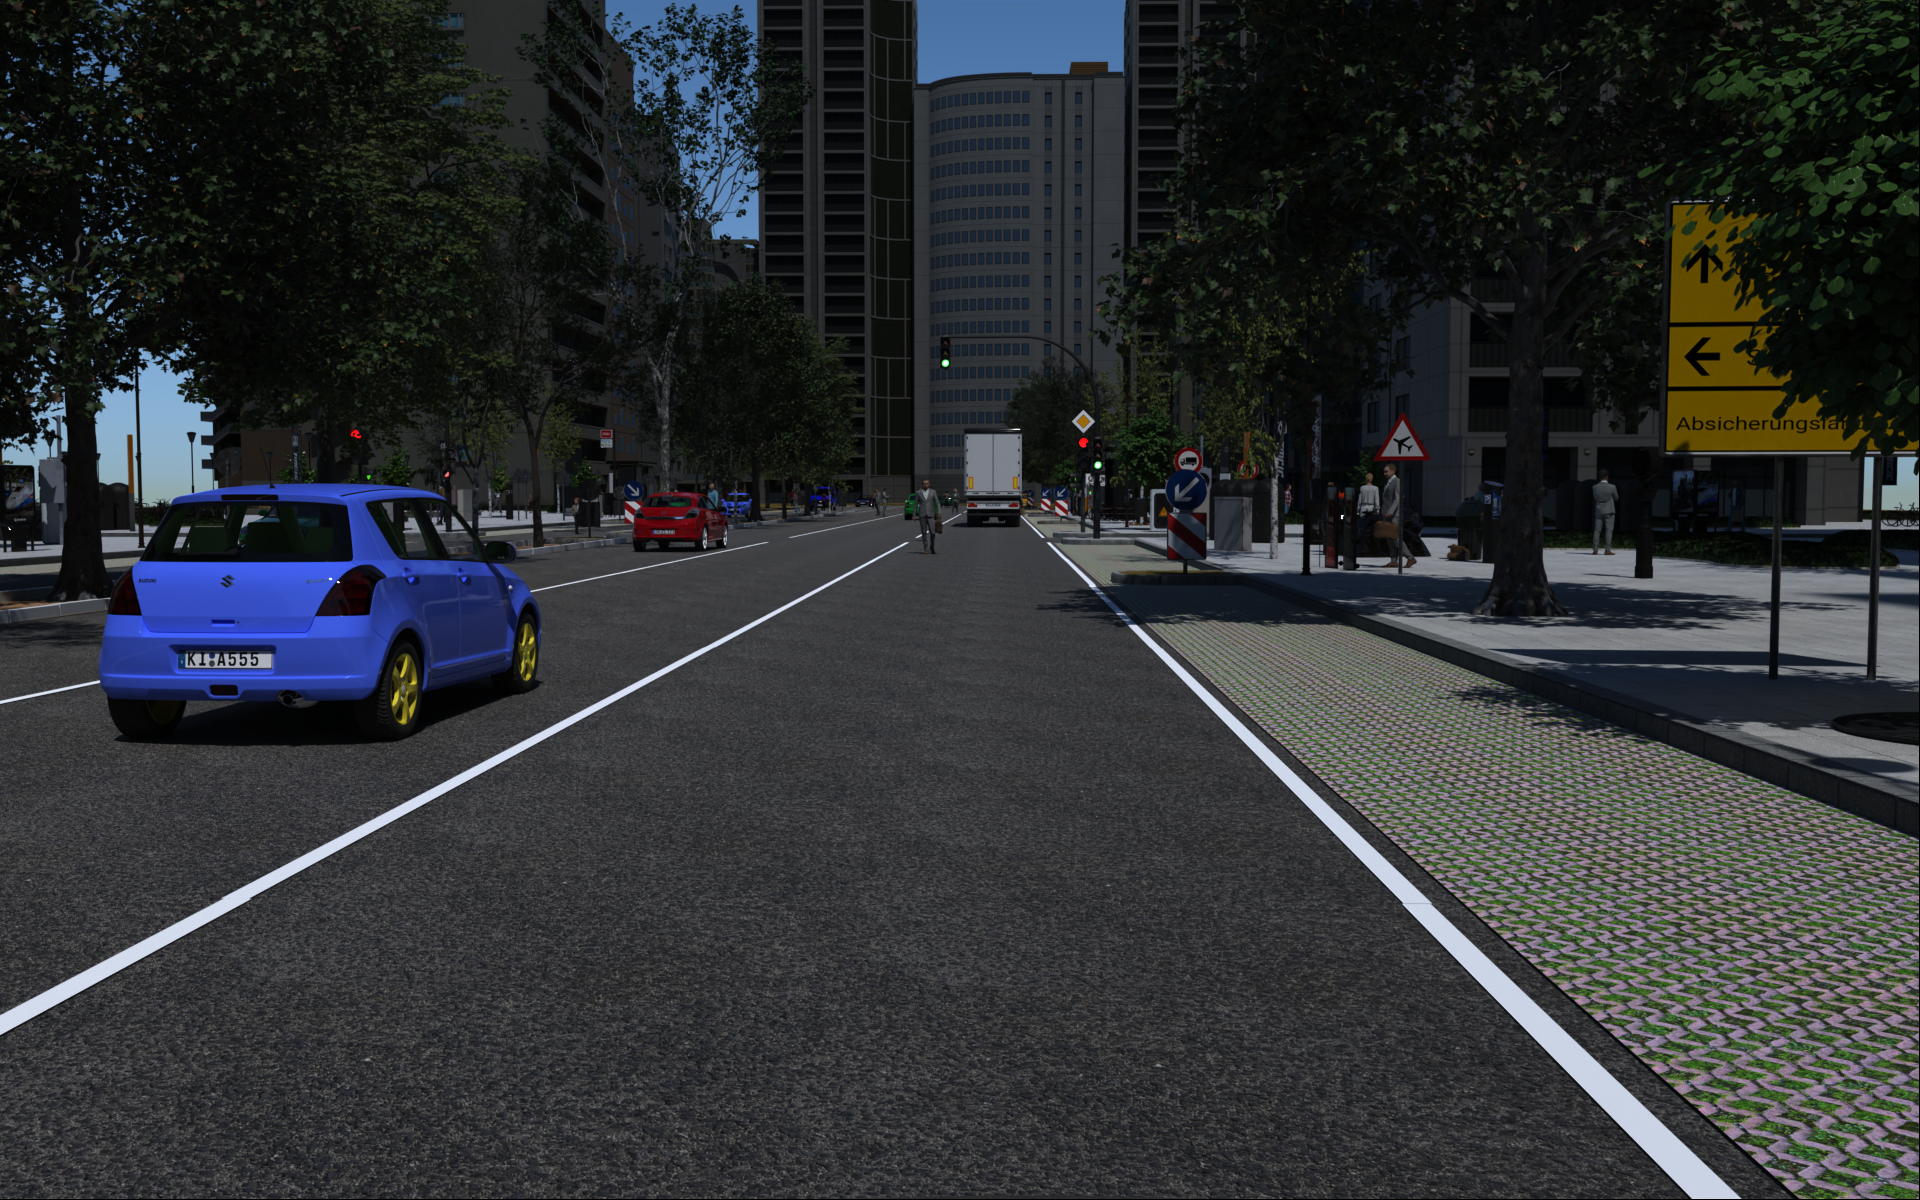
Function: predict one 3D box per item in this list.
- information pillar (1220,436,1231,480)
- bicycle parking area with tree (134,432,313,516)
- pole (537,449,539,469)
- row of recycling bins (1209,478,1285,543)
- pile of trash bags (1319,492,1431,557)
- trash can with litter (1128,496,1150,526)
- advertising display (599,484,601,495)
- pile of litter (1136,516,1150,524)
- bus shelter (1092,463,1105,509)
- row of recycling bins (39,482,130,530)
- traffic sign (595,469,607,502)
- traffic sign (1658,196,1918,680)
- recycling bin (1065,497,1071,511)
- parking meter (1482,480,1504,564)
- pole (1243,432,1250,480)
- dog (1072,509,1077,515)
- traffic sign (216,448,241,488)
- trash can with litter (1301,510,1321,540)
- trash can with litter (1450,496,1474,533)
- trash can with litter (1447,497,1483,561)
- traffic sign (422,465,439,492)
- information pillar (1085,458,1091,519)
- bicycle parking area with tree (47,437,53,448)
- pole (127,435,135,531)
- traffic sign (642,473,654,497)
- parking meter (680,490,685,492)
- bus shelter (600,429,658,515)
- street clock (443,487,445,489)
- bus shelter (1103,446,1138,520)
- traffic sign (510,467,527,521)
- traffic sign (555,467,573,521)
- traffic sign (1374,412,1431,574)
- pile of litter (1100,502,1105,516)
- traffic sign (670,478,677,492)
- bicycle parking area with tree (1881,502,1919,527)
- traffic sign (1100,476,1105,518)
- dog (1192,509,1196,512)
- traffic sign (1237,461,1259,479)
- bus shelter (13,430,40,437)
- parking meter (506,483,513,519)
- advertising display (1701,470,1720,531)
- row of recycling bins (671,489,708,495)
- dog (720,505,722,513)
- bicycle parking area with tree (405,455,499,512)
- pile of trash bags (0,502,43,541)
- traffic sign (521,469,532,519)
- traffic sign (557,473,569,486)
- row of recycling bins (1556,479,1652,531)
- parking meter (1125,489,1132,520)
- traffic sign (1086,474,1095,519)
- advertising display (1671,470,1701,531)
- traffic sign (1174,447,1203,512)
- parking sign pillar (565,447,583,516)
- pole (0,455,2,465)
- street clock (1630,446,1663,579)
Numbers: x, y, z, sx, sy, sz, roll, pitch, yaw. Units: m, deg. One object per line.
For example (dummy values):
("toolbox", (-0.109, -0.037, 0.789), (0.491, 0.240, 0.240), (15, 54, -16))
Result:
("information pillar", (10.682, -4.793, 69.715), (0.183, 3.616, 0.504), (-3, 5, -42))
("bicycle parking area with tree", (-32.927, -5.730, 80.688), (8.231, 4.147, 9.016), (0, 4, 4))
("pole", (-18.651, -5.040, 76.251), (0.158, 3.312, 0.155), (0, 3, 0))
("row of recycling bins", (7.712, -2.430, 46.842), (1.069, 1.692, 3.534), (-1, 4, -16))
("pile of trash bags", (8.497, -1.646, 36.664), (1.912, 1.369, 3.447), (-1, 4, -11))
("trash can with litter", (7.801, -3.663, 70.950), (2.233, 1.210, 1.678), (-1, 4, -9))
("advertising display", (-21.481, -5.997, 103.260), (0.123, 1.923, 0.974), (-1, 4, -11))
("pile of litter", (8.141, -3.786, 75.859), (1.176, 0.858, 1.719), (1, 4, 11))
("bus shelter", (9.199, -7.392, 114.786), (2.014, 3.302, 5.546), (0, 4, 1))
("row of recycling bins", (-30.685, -3.294, 60.972), (1.069, 1.692, 3.534), (1, 4, 22))
("traffic sign", (-18.737, -5.489, 89.751), (0.884, 2.594, 0.081), (0, 4, 4))
("traffic sign", (5.959, -1.100, 11.863), (2.265, 3.308, 0.079), (0, 4, 7))
("recycling bin", (8.282, -7.091, 128.485), (0.722, 1.027, 0.722), (-2, 4, -30))
("parking meter", (9.871, -1.445, 32.040), (0.372, 1.533, 0.369), (0, 3, 0))
("pole", (9.409, -3.856, 56.881), (0.158, 3.312, 0.155), (0, 3, 0))
("dog", (6.926, -5.270, 103.904), (0.748, 0.427, 0.550), (-3, 5, -39))
("traffic sign", (-20.352, -2.939, 48.160), (0.768, 2.556, 0.104), (1, 4, 10))
("trash can with litter", (9.981, -2.251, 48.187), (1.055, 1.170, 0.624), (3, 5, 43))
("trash can with litter", (16.894, -2.859, 57.804), (1.678, 1.210, 2.233), (2, 4, 35))
("trash can with litter", (9.843, -1.353, 33.515), (0.624, 1.170, 1.055), (2, 4, 35))
("traffic sign", (-23.084, -4.610, 75.478), (0.768, 2.556, 0.104), (0, 4, 2))
("information pillar", (6.536, -6.027, 89.892), (0.504, 3.616, 0.183), (1, 4, 16))
("bicycle parking area with tree", (-47.071, -5.980, 84.777), (8.231, 4.147, 9.016), (-3, 5, -45))
("pole", (-28.448, -4.012, 59.438), (0.158, 3.312, 0.155), (0, 3, 0))
("traffic sign", (-19.299, -6.543, 107.079), (0.768, 2.556, 0.104), (0, 4, 7))
("parking meter", (-18.725, -6.629, 116.802), (0.372, 1.533, 0.369), (0, 3, 0))
("bus shelter", (-21.182, -8.110, 110.231), (2.179, 5.291, 8.768), (0, 4, 1))
("street clock", (-23.268, -4.511, 78.319), (0.358, 2.002, 0.471), (-1, 4, -13))
("bus shelter", (8.091, -5.944, 88.460), (1.731, 3.624, 6.357), (0, 4, 1))
("traffic sign", (-21.346, -5.119, 83.705), (0.884, 2.594, 0.081), (0, 4, 6))
("traffic sign", (-19.065, -5.097, 83.342), (0.884, 2.594, 0.081), (0, 4, 5))
("traffic sign", (7.040, -1.689, 27.622), (0.884, 2.594, 0.081), (0, 4, 7))
("pile of litter", (8.771, -5.396, 102.188), (1.719, 0.858, 1.176), (-1, 4, -20))
("traffic sign", (-18.217, -6.575, 109.633), (0.606, 2.300, 0.079), (0, 4, 4))
("bicycle parking area with tree", (39.847, -4.798, 65.453), (9.016, 4.147, 8.231), (2, 4, 30))
("traffic sign", (7.631, -5.593, 93.569), (0.606, 2.300, 0.079), (0, 4, 3))
("dog", (10.607, -3.980, 79.449), (0.800, 0.831, 0.513), (1, 4, 10))
("traffic sign", (10.456, -3.844, 62.958), (0.768, 2.556, 0.104), (0, 4, 3))
("bus shelter", (-23.415, -2.788, 39.505), (2.014, 3.302, 5.546), (0, 4, 1))
("parking meter", (-22.759, -5.001, 87.483), (0.255, 1.863, 0.399), (0, 4, 7))
("advertising display", (20.220, -2.573, 47.290), (0.974, 1.923, 0.123), (0, 4, 0))
("row of recycling bins", (-20.622, -7.604, 131.436), (3.534, 1.692, 1.069), (-2, 4, -25))
("dog", (-15.555, -5.819, 111.969), (0.800, 0.831, 0.513), (3, 5, 39))
("bicycle parking area with tree", (-38.657, -8.484, 125.717), (9.016, 4.147, 8.231), (-2, 4, -32))
("pile of trash bags", (-25.854, -2.358, 48.301), (1.912, 1.369, 3.447), (-3, 5, -45))
("traffic sign", (-22.354, -5.450, 89.207), (0.768, 2.556, 0.104), (1, 4, 11))
("traffic sign", (-19.627, -5.111, 85.688), (0.606, 2.300, 0.079), (1, 4, 8))
("row of recycling bins", (17.673, -2.480, 47.661), (1.069, 1.692, 3.534), (-1, 4, -17))
("parking meter", (8.236, -4.664, 84.674), (0.372, 1.533, 0.369), (0, 3, 0))
("traffic sign", (6.570, -5.160, 86.492), (0.606, 2.300, 0.079), (0, 4, 6))
("advertising display", (19.194, -2.488, 45.891), (0.123, 1.923, 0.974), (-1, 4, -12))
("traffic sign", (6.188, -2.865, 46.956), (0.768, 2.556, 0.104), (0, 4, 4))
("parking sign pillar", (-22.302, -6.855, 100.551), (1.447, 3.967, 1.447), (2, 4, 32))
("pole", (-27.492, -3.407, 49.544), (0.158, 3.312, 0.155), (0, 3, 0))
("street clock", (10.407, -1.329, 26.302), (0.358, 2.002, 0.471), (-1, 4, -19))
